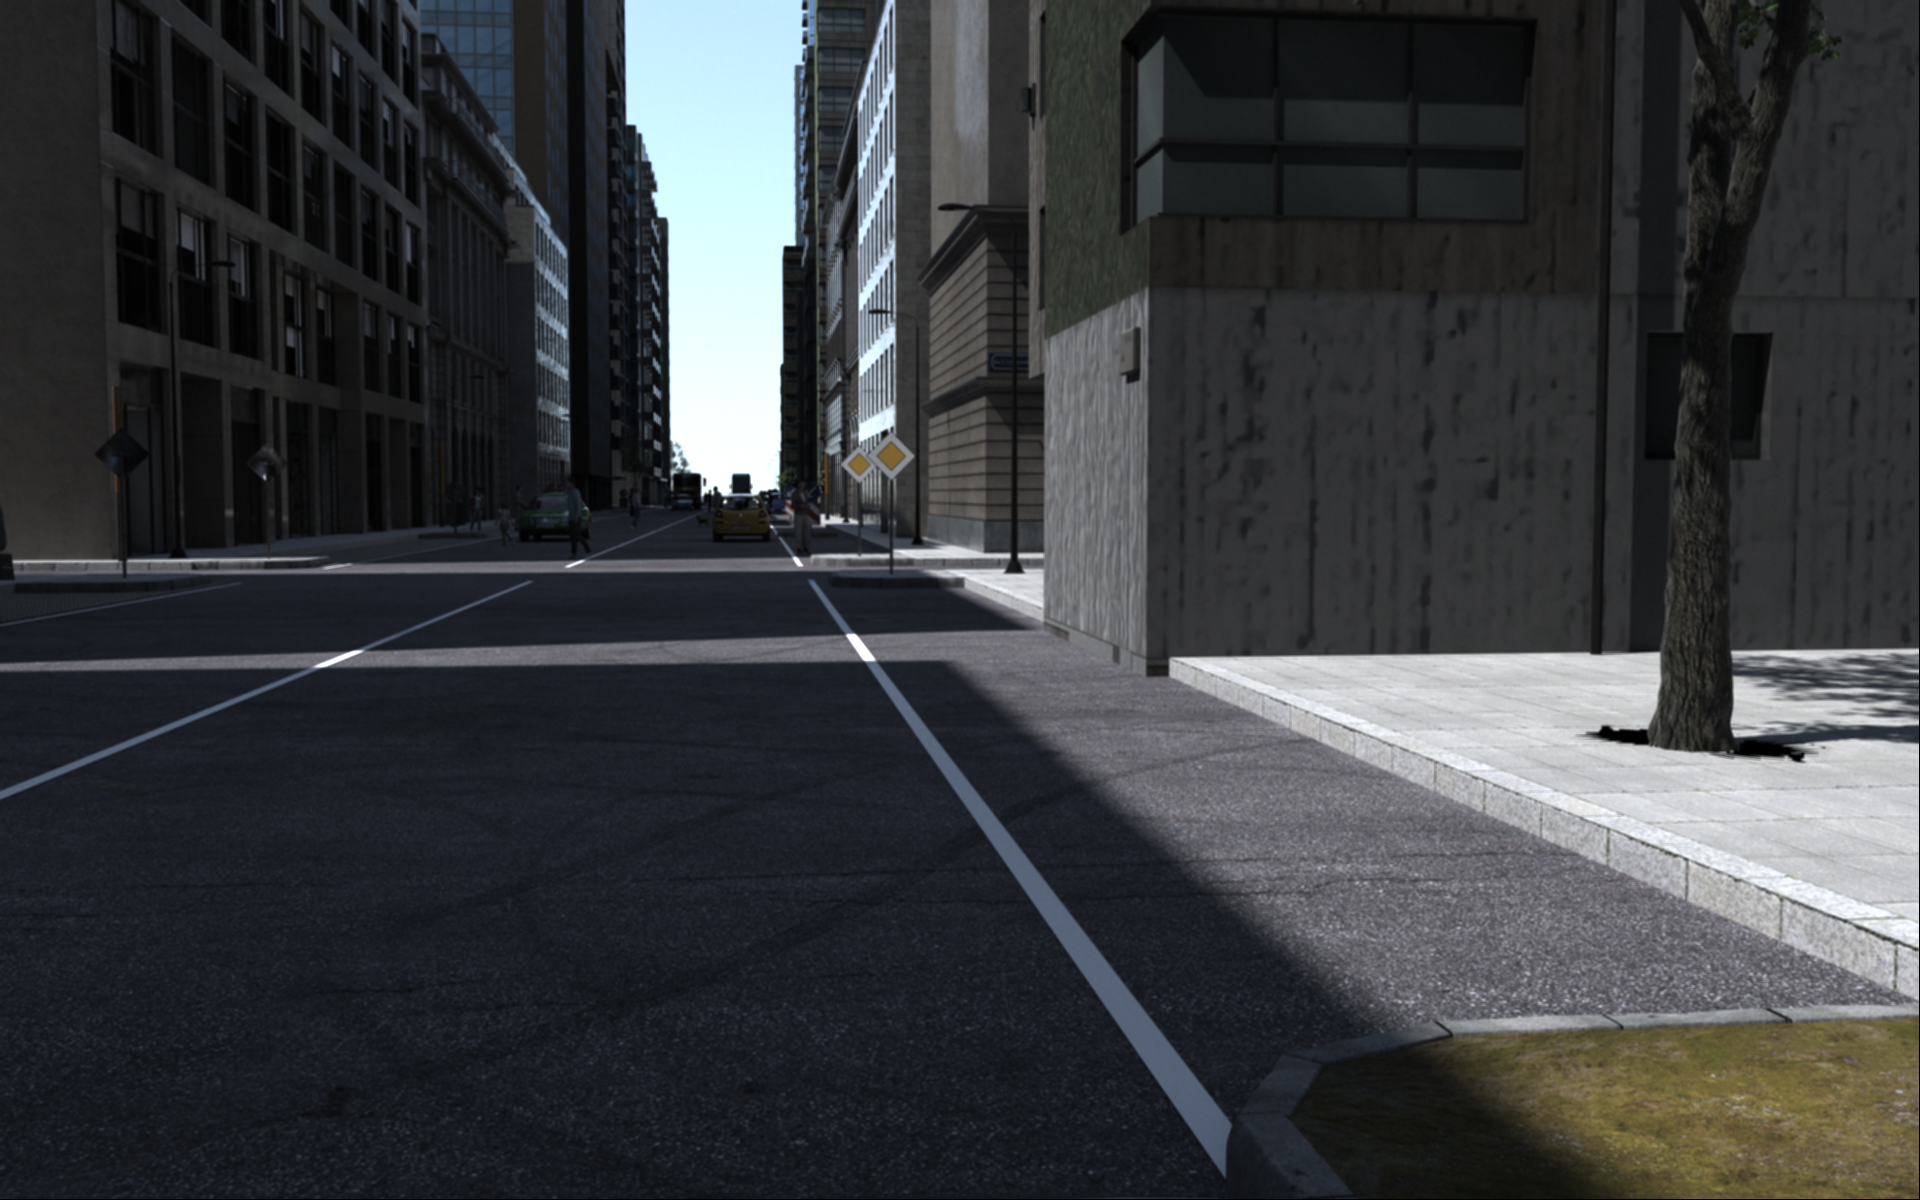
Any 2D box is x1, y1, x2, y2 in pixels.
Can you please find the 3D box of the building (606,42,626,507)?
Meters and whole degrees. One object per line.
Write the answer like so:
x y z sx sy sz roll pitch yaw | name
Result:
-43.788 -31.210 164.913 22.147 44.769 28.867 0 4 -7 | building

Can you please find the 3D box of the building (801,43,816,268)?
-4.233 -33.758 171.553 23.786 49.044 30.456 0 4 -7 | building

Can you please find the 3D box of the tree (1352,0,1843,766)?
3.883 -5.053 8.380 9.928 11.665 9.643 0 3 0 | tree

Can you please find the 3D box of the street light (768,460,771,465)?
-25.074 -16.092 235.651 1.470 5.913 1.316 0 4 -7 | street light

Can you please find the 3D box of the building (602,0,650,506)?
-46.679 -46.531 199.040 20.563 71.187 20.611 0 4 -7 | building

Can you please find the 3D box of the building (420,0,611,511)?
-36.855 -30.213 144.088 14.600 45.320 14.200 0 4 -7 | building

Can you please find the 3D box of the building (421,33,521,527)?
-28.024 -14.447 78.002 13.314 21.916 24.055 0 4 -7 | building

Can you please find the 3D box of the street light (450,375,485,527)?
-19.267 -5.824 67.766 1.470 5.913 1.316 0 4 -7 | street light

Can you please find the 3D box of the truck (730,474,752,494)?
-27.874 -14.162 221.308 2.967 4.110 18.799 0 4 -8 | truck

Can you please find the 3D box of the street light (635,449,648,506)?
-32.617 -12.515 177.158 1.470 5.913 1.316 0 4 -7 | street light

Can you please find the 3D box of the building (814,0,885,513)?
-3.086 -26.718 120.439 14.154 41.232 14.086 0 4 -7 | building

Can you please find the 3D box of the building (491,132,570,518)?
-28.563 -14.944 99.079 10.420 20.320 16.860 0 4 -7 | building

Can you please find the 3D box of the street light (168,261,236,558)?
-15.106 -3.792 34.547 1.470 5.913 1.316 0 4 -7 | street light

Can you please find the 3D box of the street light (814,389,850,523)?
-5.611 -6.382 76.887 1.470 5.913 1.316 0 4 -7 | street light

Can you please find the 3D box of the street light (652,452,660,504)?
-34.472 -13.447 192.402 1.470 5.913 1.316 0 4 -7 | street light

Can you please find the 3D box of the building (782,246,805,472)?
-13.759 -26.393 203.233 14.160 30.474 14.107 0 4 -7 | building

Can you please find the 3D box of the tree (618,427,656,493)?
-34.698 -14.384 185.539 4.360 8.622 3.978 0 3 0 | tree

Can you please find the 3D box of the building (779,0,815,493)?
-15.170 -57.518 253.089 22.319 86.520 31.000 0 4 -7 | building

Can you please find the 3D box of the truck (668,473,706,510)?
-25.341 -10.084 160.797 3.469 3.379 9.791 -1 4 -9 | truck

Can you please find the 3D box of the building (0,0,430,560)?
-28.092 -14.928 48.590 19.350 26.468 34.151 0 4 -7 | building

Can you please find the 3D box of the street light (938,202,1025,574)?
0.341 -3.381 27.825 1.470 5.913 1.316 0 4 -7 | street light

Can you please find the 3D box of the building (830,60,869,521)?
1.220 -14.596 80.447 13.314 21.916 24.055 0 4 -7 | building

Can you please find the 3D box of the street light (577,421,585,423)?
-24.441 -8.399 109.862 1.470 5.913 1.316 0 4 -7 | street light

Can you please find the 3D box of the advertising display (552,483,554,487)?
-22.899 -5.642 97.457 0.123 1.923 0.974 -1 4 -15 | advertising display

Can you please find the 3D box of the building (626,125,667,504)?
-50.691 -37.021 224.902 23.786 49.044 30.456 0 4 -7 | building

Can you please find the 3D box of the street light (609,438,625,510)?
-28.504 -10.483 143.933 1.470 5.913 1.316 0 4 -7 | street light

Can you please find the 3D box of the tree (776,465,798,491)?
-18.745 -12.825 193.398 4.285 4.588 4.351 0 3 0 | tree

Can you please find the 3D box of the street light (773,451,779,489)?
-19.052 -13.077 186.350 1.470 5.913 1.316 0 4 -7 | street light

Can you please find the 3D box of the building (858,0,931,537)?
2.250 -12.516 59.395 10.420 20.320 16.860 0 4 -7 | building

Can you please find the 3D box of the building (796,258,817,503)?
0.760 -18.231 143.121 27.650 21.520 28.899 0 4 -7 | building

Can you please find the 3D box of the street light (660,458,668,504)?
-38.575 -15.479 225.628 1.470 5.913 1.316 0 4 -7 | street light

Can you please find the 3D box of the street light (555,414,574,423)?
-23.368 -7.856 100.993 1.470 5.913 1.316 0 4 -7 | street light

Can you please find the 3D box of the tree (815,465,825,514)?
-8.899 -7.218 112.623 1.663 3.219 1.824 0 3 0 | tree

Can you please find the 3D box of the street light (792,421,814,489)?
-9.825 -8.429 110.349 1.470 5.913 1.316 0 4 -7 | street light

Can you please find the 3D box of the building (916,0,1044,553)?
16.699 -13.752 43.923 34.723 24.649 14.460 0 4 -7 | building

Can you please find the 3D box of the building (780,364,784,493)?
-9.254 -23.281 225.678 27.650 21.520 28.899 0 4 -7 | building

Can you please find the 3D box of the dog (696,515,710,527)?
-11.187 -3.430 75.367 0.540 0.507 0.406 -2 4 -28 | dog

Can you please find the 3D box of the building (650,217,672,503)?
-48.948 -34.520 247.991 14.154 41.232 14.086 0 4 -7 | building

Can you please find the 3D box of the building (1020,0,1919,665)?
7.598 -15.204 20.291 14.160 30.474 14.107 0 4 -7 | building

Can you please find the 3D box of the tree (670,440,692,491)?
-44.708 -20.337 266.919 7.601 10.594 8.767 0 4 1 | tree

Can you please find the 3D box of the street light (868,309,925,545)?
-1.607 -4.349 43.648 1.470 5.913 1.316 0 4 -7 | street light

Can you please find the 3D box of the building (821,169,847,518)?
-2.886 -15.467 102.030 9.793 20.994 18.267 0 4 -7 | building

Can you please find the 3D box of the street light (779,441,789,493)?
-14.937 -11.024 152.787 1.470 5.913 1.316 0 4 -7 | street light
